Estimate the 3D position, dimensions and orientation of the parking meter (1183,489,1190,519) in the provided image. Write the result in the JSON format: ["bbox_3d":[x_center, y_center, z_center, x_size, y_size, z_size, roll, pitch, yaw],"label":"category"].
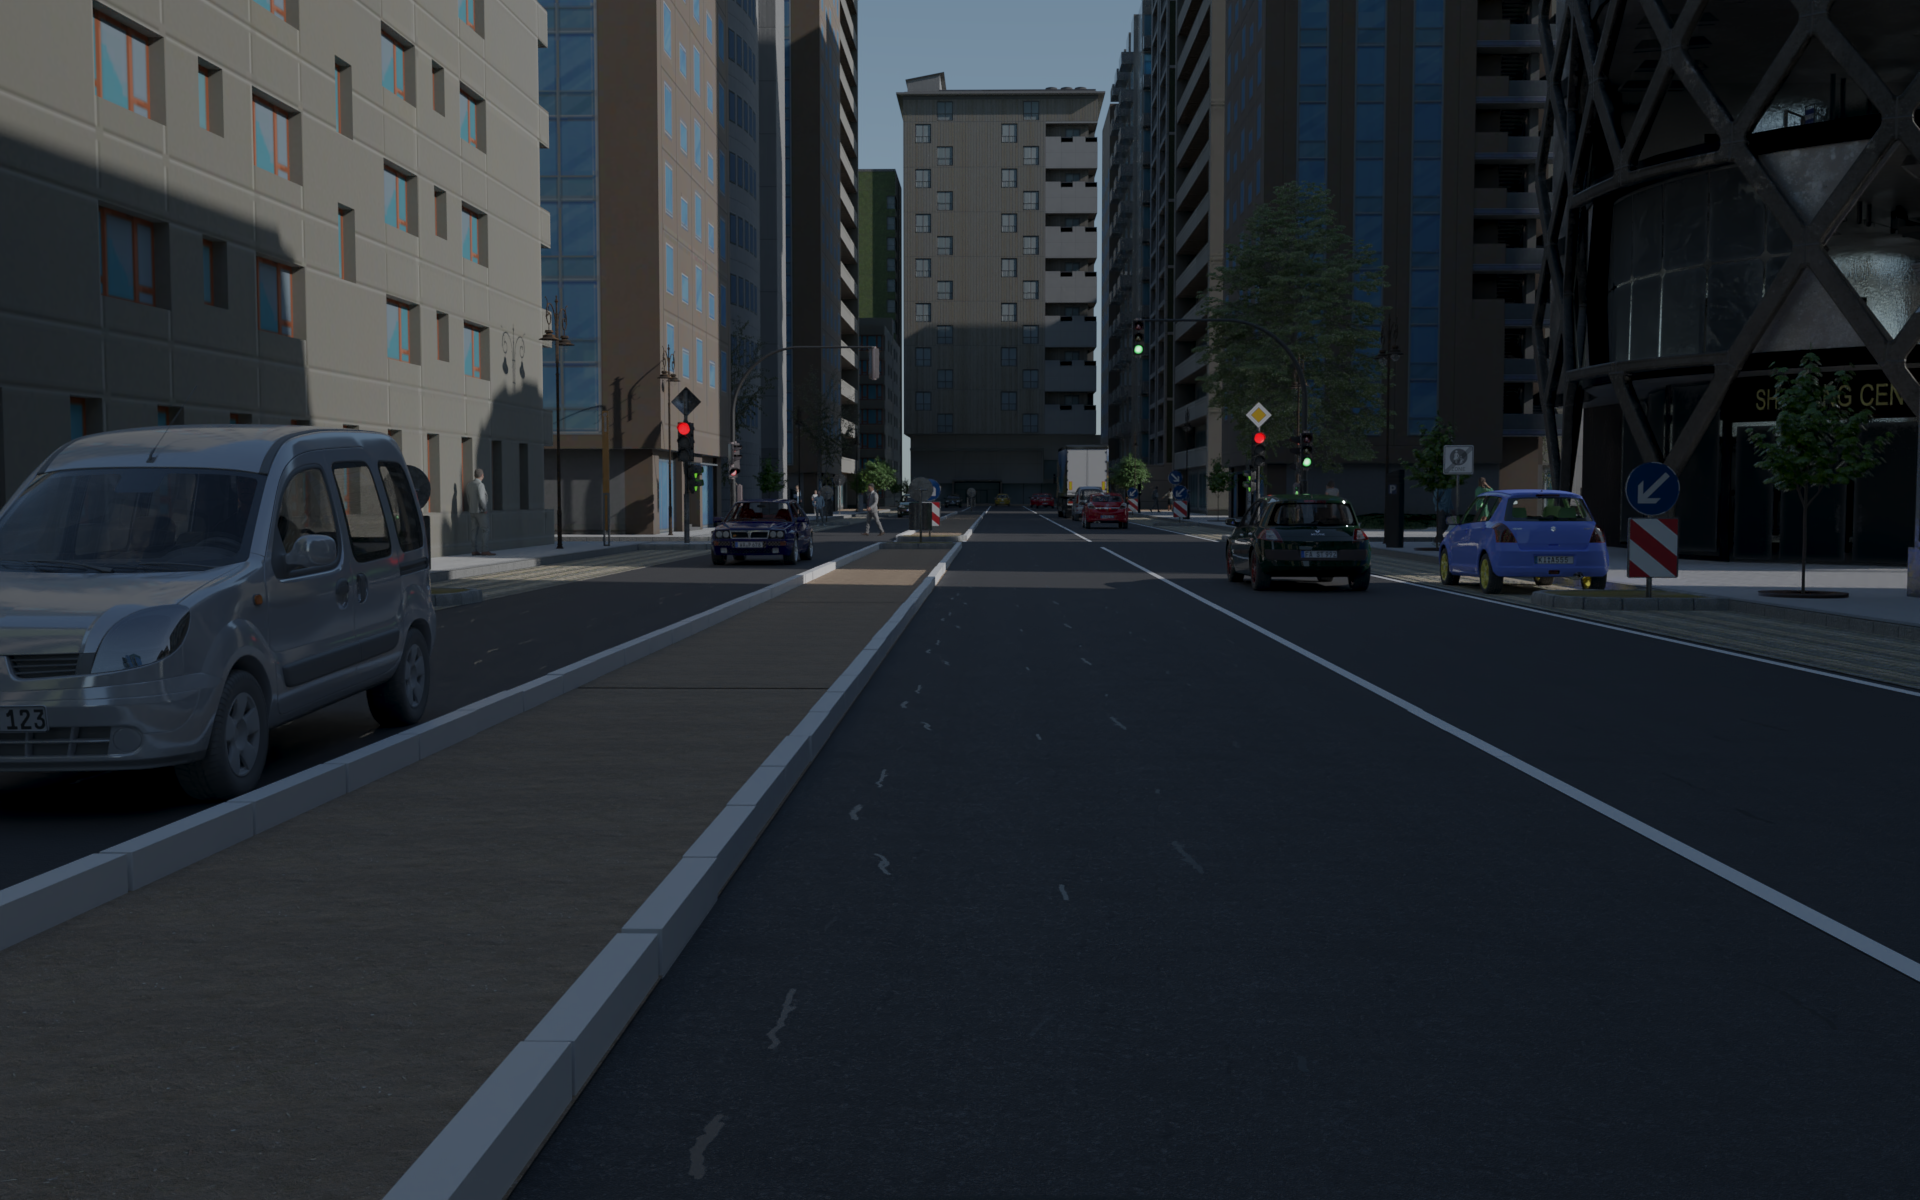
[{"bbox_3d":[11.492,-4.863,87.920,0.372,1.533,0.369,0,3,0],"label":"parking meter"}]

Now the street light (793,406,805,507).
[{"bbox_3d":[-8.246,-7.099,88.860,0.468,5.910,1.993,0,4,1],"label":"street light"}]

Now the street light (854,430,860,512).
[{"bbox_3d":[-7.381,-9.239,123.841,0.468,5.910,1.993,0,4,1],"label":"street light"}]

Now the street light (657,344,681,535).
[{"bbox_3d":[-8.989,-4.943,53.610,0.468,5.910,1.993,0,4,1],"label":"street light"}]

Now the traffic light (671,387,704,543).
[{"bbox_3d":[-7.149,-3.451,45.337,0.839,4.253,0.868,0,4,1],"label":"traffic light"}]

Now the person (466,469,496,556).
[{"bbox_3d":[-10.039,-1.834,36.128,0.635,1.810,0.391,2,4,33],"label":"person"}]

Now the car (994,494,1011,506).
[{"bbox_3d":[5.009,-11.811,203.326,2.015,1.641,3.980,0,4,3],"label":"car"}]

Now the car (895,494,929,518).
[{"bbox_3d":[-2.908,-5.826,105.044,2.009,1.686,4.222,0,4,0],"label":"car"}]

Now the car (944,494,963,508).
[{"bbox_3d":[-0.687,-10.466,180.902,2.009,1.686,4.222,0,4,2],"label":"car"}]

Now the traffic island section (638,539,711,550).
[{"bbox_3d":[-7.189,-1.418,45.473,2.009,0.180,2.903,0,4,1],"label":"traffic island section"}]

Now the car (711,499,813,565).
[{"bbox_3d":[-4.120,-1.453,36.330,1.945,1.354,3.894,0,4,2],"label":"car"}]

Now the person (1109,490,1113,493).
[{"bbox_3d":[11.040,-7.141,125.844,0.593,1.750,0.643,1,4,22],"label":"person"}]

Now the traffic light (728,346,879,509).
[{"bbox_3d":[-4.873,-4.810,53.308,4.771,5.953,1.251,0,4,1],"label":"traffic light"}]

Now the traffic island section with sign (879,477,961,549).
[{"bbox_3d":[-1.068,-2.289,45.567,2.006,1.907,1.989,0,4,1],"label":"traffic island section with sign"}]

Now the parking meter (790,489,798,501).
[{"bbox_3d":[-7.929,-4.546,82.734,0.372,1.533,0.369,0,3,0],"label":"parking meter"}]

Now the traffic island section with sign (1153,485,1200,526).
[{"bbox_3d":[9.702,-4.232,77.824,1.989,1.847,2.006,0,4,1],"label":"traffic island section with sign"}]

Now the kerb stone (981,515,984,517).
[{"bbox_3d":[1.090,-4.410,94.308,0.120,0.150,1.000,0,4,1],"label":"kerb stone"}]

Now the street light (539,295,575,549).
[{"bbox_3d":[-9.388,-4.139,40.456,0.468,5.910,1.993,0,4,1],"label":"street light"}]

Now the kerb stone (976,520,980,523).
[{"bbox_3d":[0.718,-3.407,77.902,0.120,0.150,1.000,0,4,1],"label":"kerb stone"}]

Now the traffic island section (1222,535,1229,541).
[{"bbox_3d":[9.131,-1.884,53.083,2.009,0.180,2.903,0,4,1],"label":"traffic island section"}]

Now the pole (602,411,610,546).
[{"bbox_3d":[-8.687,-2.977,42.514,0.158,3.312,0.155,0,3,0],"label":"pole"}]

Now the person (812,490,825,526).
[{"bbox_3d":[-6.232,-4.049,76.508,0.589,1.601,0.330,0,4,-7],"label":"person"}]

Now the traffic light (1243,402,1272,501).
[{"bbox_3d":[9.091,-3.917,52.970,0.839,4.253,0.868,0,4,1],"label":"traffic light"}]

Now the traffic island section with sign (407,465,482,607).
[{"bbox_3d":[-7.386,-0.858,22.661,1.989,1.847,2.006,0,4,1],"label":"traffic island section with sign"}]

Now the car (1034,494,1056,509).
[{"bbox_3d":[8.490,-10.029,173.015,2.155,1.783,4.494,0,4,2],"label":"car"}]

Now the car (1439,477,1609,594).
[{"bbox_3d":[8.355,-1.000,25.944,1.945,1.707,3.694,0,4,2],"label":"car"}]

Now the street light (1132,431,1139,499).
[{"bbox_3d":[12.880,-9.460,127.462,0.468,5.910,1.993,0,4,1],"label":"street light"}]

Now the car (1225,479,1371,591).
[{"bbox_3d":[5.225,-1.058,27.084,2.009,1.686,4.222,0,4,1],"label":"car"}]

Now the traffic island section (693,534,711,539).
[{"bbox_3d":[-7.006,-1.907,53.456,2.009,0.180,2.903,0,4,1],"label":"traffic island section"}]

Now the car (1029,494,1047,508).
[{"bbox_3d":[8.413,-10.775,185.206,2.155,1.783,4.494,0,4,1],"label":"car"}]

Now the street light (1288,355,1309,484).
[{"bbox_3d":[11.216,-5.181,57.496,0.468,5.910,1.993,0,4,1],"label":"street light"}]

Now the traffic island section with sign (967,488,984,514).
[{"bbox_3d":[0.819,-7.337,128.091,2.006,1.907,1.989,0,4,1],"label":"traffic island section with sign"}]

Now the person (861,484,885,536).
[{"bbox_3d":[-2.974,-3.087,59.249,0.850,1.792,0.678,-2,4,-30],"label":"person"}]

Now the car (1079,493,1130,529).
[{"bbox_3d":[6.086,-3.902,72.845,2.155,1.783,4.494,0,4,2],"label":"car"}]

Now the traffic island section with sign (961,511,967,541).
[{"bbox_3d":[-0.889,-2.742,52.972,2.006,1.907,1.989,0,4,1],"label":"traffic island section with sign"}]

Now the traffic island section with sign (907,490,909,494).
[{"bbox_3d":[-4.355,-8.964,155.181,1.989,1.847,2.006,0,4,1],"label":"traffic island section with sign"}]

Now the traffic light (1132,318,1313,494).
[{"bbox_3d":[6.815,-4.295,44.894,4.771,5.953,1.251,0,4,1],"label":"traffic light"}]

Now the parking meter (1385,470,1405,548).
[{"bbox_3d":[10.395,-2.183,41.405,0.255,1.863,0.399,-3,5,-43],"label":"parking meter"}]

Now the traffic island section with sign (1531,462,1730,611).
[{"bbox_3d":[8.435,-0.824,22.099,1.989,1.847,2.006,0,4,1],"label":"traffic island section with sign"}]

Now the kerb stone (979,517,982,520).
[{"bbox_3d":[0.907,-3.906,86.100,0.120,0.150,1.000,0,4,1],"label":"kerb stone"}]

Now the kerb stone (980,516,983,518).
[{"bbox_3d":[0.976,-4.096,89.174,0.120,0.150,1.000,0,4,1],"label":"kerb stone"}]

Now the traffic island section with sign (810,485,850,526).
[{"bbox_3d":[-6.086,-4.326,79.359,1.989,1.847,2.006,0,4,1],"label":"traffic island section with sign"}]

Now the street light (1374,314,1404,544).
[{"bbox_3d":[11.009,-4.391,44.575,0.468,5.910,1.993,0,4,1],"label":"street light"}]

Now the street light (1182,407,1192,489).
[{"bbox_3d":[12.118,-7.320,92.477,0.468,5.910,1.993,0,4,1],"label":"street light"}]

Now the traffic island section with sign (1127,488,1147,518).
[{"bbox_3d":[10.327,-5.905,105.177,1.989,1.847,2.006,0,4,1],"label":"traffic island section with sign"}]

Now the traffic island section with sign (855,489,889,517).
[{"bbox_3d":[-5.436,-6.045,107.467,1.989,1.847,2.006,0,4,1],"label":"traffic island section with sign"}]

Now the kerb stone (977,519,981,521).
[{"bbox_3d":[0.767,-3.526,79.950,0.120,0.150,1.000,0,4,1],"label":"kerb stone"}]
